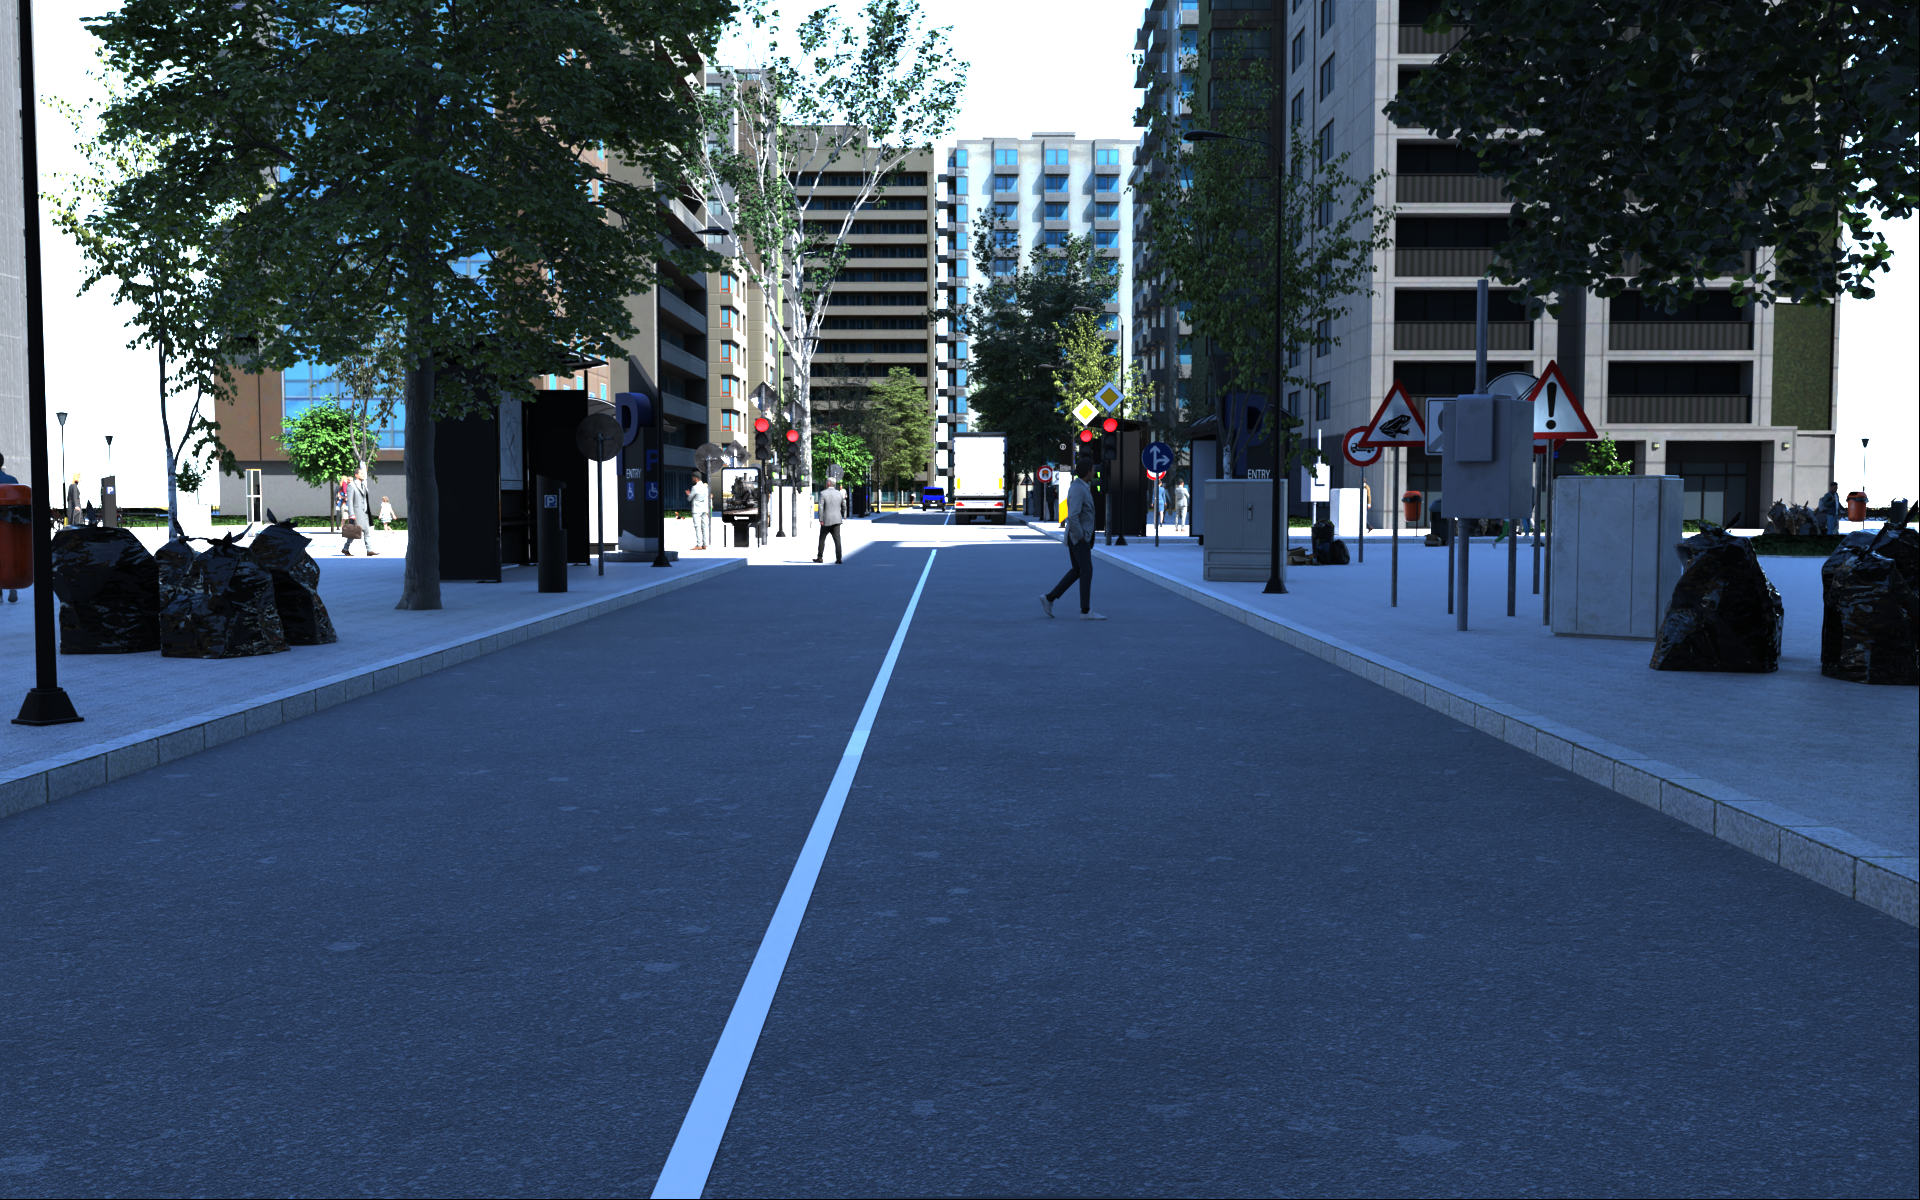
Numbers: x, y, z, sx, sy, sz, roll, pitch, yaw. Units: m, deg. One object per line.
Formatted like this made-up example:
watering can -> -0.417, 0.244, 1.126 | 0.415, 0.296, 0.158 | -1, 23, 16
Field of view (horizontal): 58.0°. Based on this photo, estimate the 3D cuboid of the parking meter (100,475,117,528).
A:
parking meter -> -26.038, -2.890, 52.965 | 0.255, 1.863, 0.399 | 3, 5, 42

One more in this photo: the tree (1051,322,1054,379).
tree -> 5.406, -7.221, 68.421 | 4.737, 8.622, 4.395 | 0, 3, 0

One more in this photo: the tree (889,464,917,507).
tree -> -5.813, -11.543, 172.442 | 4.285, 4.588, 4.351 | 0, 3, 0

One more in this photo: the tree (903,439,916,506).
tree -> -6.106, -10.777, 126.568 | 4.360, 8.622, 3.978 | 0, 3, 0

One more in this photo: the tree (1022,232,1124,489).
tree -> 3.751, -15.899, 115.836 | 12.611, 20.169, 13.585 | 0, 3, 0

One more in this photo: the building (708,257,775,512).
building -> -30.384, -18.089, 140.802 | 27.650, 21.520, 28.899 | 0, 3, 0

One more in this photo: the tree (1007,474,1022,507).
tree -> 4.689, -11.746, 175.756 | 4.285, 4.588, 4.351 | 0, 3, 0

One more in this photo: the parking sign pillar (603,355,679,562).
parking sign pillar -> -6.111, -2.728, 33.067 | 1.447, 3.967, 1.447 | -2, 4, -34

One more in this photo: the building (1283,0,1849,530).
building -> 25.573, -38.671, 70.521 | 20.611, 71.187, 20.563 | 0, 3, 0

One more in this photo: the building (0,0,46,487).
building -> -46.886, -23.520, 68.150 | 14.086, 41.232, 14.154 | 0, 3, 0

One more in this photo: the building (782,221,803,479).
building -> -23.844, -25.200, 183.717 | 14.107, 30.474, 14.160 | 0, 3, 0

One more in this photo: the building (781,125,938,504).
building -> -13.779, -37.118, 230.582 | 21.600, 48.544, 21.300 | 0, 3, 0

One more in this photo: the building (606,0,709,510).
building -> -27.694, -29.508, 106.153 | 21.300, 48.544, 21.600 | 0, 3, 0

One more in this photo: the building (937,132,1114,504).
building -> 12.248, -37.432, 231.618 | 30.456, 49.044, 23.786 | 0, 3, 0

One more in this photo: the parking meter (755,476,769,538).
parking meter -> -5.764, -2.734, 50.405 | 0.399, 1.863, 0.255 | -1, 4, -12

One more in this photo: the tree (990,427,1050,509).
tree -> 4.864, -13.249, 151.040 | 7.601, 10.594, 8.767 | 0, 4, 6

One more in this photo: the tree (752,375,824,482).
tree -> -10.928, -9.610, 107.494 | 4.737, 8.622, 4.395 | 0, 3, 0

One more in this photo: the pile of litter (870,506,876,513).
pile of litter -> -6.617, -6.482, 119.940 | 1.719, 0.858, 1.176 | -1, 4, -11

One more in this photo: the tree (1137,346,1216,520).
tree -> 11.100, -8.256, 85.341 | 4.360, 8.622, 3.978 | 0, 3, 0

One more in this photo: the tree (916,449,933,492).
tree -> -5.324, -14.268, 183.647 | 4.360, 8.622, 3.978 | 0, 3, 0

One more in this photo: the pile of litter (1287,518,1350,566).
pile of litter -> 6.389, -1.076, 31.550 | 1.719, 0.858, 1.176 | -1, 4, -22

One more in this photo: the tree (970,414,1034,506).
tree -> 5.186, -16.760, 184.399 | 12.009, 13.543, 11.850 | 0, 3, 0

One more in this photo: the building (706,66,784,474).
building -> -24.208, -29.240, 161.662 | 14.154, 41.232, 14.086 | 0, 3, 0

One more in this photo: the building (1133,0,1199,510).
building -> 26.961, -32.534, 151.542 | 23.786, 49.044, 30.456 | 0, 3, 0

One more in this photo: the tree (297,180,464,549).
tree -> -13.625, -5.485, 40.047 | 4.360, 8.622, 3.978 | 0, 3, 0

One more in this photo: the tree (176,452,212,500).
tree -> -36.106, -5.276, 80.865 | 1.663, 3.219, 1.824 | 0, 3, 0

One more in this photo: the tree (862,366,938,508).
tree -> -5.300, -14.425, 153.971 | 7.486, 12.596, 7.792 | 0, 3, 0

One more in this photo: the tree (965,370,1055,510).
tree -> 4.336, -13.119, 140.258 | 9.928, 11.665, 9.643 | 0, 3, 0

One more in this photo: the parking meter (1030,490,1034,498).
parking meter -> 4.583, -6.098, 108.106 | 0.372, 1.533, 0.369 | 0, 3, 0

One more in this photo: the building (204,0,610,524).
building -> -24.539, -26.253, 79.342 | 14.600, 45.320, 14.200 | 0, 3, 0

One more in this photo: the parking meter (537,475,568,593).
parking meter -> -5.329, -0.870, 22.629 | 0.372, 1.533, 0.369 | 0, 3, 0

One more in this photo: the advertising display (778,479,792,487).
advertising display -> -7.514, -4.254, 74.766 | 0.123, 1.923, 0.974 | -3, 5, -44

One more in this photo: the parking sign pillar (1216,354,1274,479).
parking sign pillar -> 5.574, -2.773, 33.809 | 1.447, 3.967, 1.447 | -3, 5, -42

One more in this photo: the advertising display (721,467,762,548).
advertising display -> -5.216, -2.209, 41.328 | 0.974, 1.923, 0.123 | 1, 4, 14

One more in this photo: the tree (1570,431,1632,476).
tree -> 19.779, -3.567, 52.920 | 1.663, 3.219, 1.824 | 0, 3, 0

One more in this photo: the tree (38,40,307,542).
tree -> -12.588, -4.751, 28.034 | 4.737, 8.622, 4.395 | 0, 3, 0

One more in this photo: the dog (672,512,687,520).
dog -> -13.886, -4.161, 85.773 | 0.550, 0.427, 0.748 | -3, 5, -40

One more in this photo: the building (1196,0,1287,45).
building -> 19.916, -19.860, 96.405 | 14.160, 30.474, 14.107 | 0, 3, 0

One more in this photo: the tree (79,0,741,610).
tree -> -6.050, -6.194, 19.394 | 7.486, 12.596, 7.792 | 0, 3, 0

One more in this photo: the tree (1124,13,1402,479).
tree -> 4.368, -4.692, 27.070 | 4.737, 8.622, 4.395 | 0, 3, 0

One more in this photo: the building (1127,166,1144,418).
building -> 30.678, -29.793, 178.990 | 32.217, 40.220, 23.993 | 0, 3, 0

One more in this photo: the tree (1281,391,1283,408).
tree -> 18.025, -8.312, 86.257 | 4.360, 8.622, 3.978 | 0, 3, 0

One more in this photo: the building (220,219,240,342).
building -> -68.470, -25.195, 183.640 | 14.107, 30.474, 14.160 | 0, 3, 0

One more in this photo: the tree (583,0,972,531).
tree -> -6.871, -12.523, 60.643 | 12.611, 20.169, 13.585 | 0, 3, 0

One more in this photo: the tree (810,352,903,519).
tree -> -5.678, -8.464, 88.753 | 4.360, 8.622, 3.978 | 0, 3, 0

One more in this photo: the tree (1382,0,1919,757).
tree -> 5.056, -6.206, 8.131 | 9.857, 13.997, 8.962 | 0, 3, 0

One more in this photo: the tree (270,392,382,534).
tree -> -20.367, -4.411, 55.826 | 4.285, 4.588, 4.351 | 0, 3, 0

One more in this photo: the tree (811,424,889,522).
tree -> -5.676, -5.957, 81.105 | 4.285, 4.588, 4.351 | 0, 3, 0
